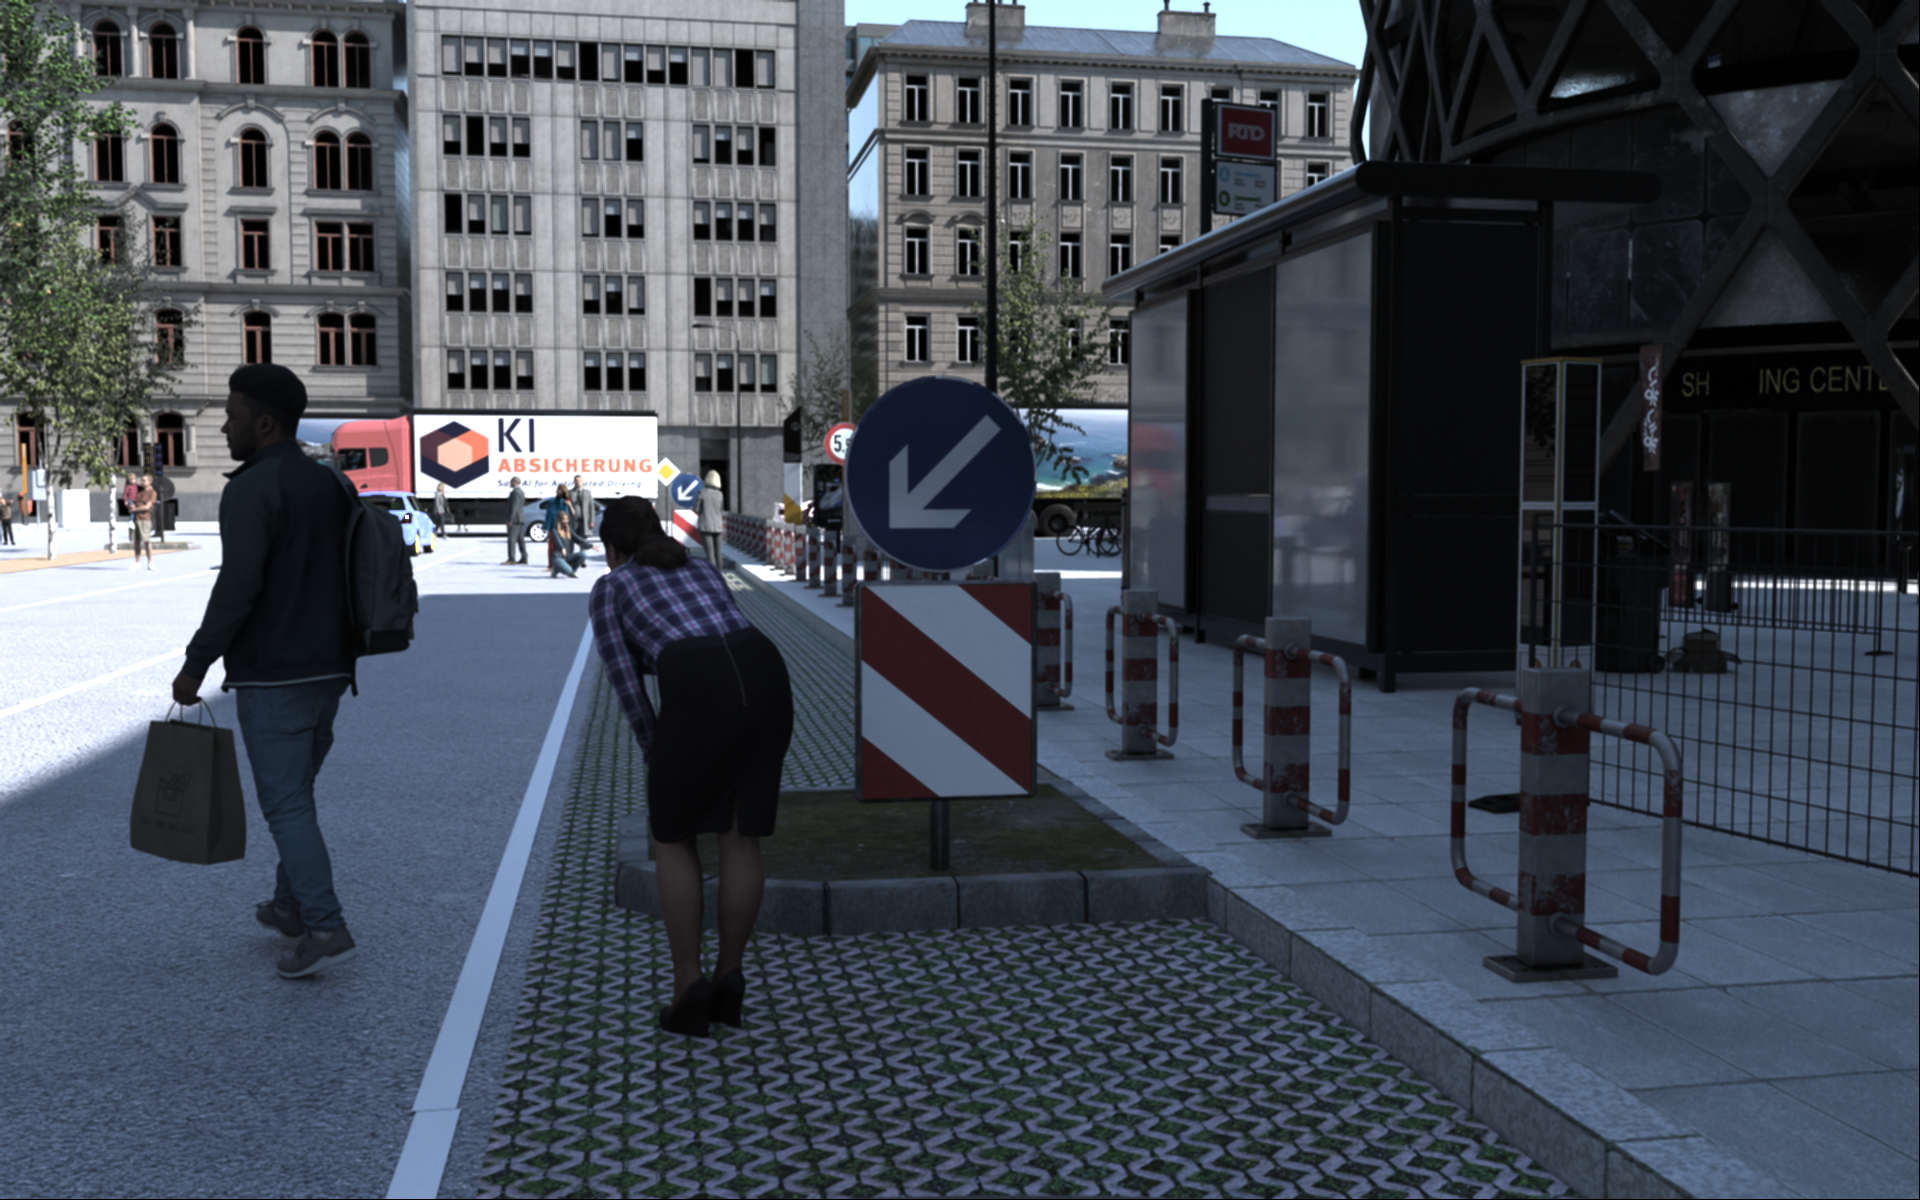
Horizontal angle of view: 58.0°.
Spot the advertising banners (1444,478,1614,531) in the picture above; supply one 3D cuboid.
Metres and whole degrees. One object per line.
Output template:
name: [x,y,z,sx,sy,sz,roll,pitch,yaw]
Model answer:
advertising banners: [4.646,-1.148,14.950,0.090,3.025,2.074,-3,5,-42]

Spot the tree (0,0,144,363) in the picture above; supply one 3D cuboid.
tree: [-18.157,-6.197,29.536,9.928,11.665,9.643,0,3,0]

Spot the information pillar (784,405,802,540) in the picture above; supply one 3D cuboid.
information pillar: [-4.413,-3.335,45.875,0.504,3.616,0.183,1,4,12]

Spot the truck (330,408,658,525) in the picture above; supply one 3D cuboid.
truck: [-15.857,-4.235,58.157,11.283,4.237,2.839,-1,4,-11]

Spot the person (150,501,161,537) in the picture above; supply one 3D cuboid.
person: [-26.672,-2.986,57.186,0.599,1.838,0.709,-1,4,-17]

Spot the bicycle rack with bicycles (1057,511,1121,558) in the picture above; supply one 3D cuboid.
bicycle rack with bicycles: [3.469,-1.385,36.029,2.925,0.926,2.852,0,4,-1]

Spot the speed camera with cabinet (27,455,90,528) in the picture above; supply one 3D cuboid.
speed camera with cabinet: [-34.584,-4.408,66.407,0.660,3.252,2.038,3,5,41]

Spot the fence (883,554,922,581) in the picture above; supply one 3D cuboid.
fence: [-0.494,-0.445,22.658,0.278,0.683,2.069,3,5,42]

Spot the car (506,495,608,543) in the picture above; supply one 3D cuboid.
car: [-11.348,-2.455,52.143,4.499,1.417,2.014,-1,4,-11]

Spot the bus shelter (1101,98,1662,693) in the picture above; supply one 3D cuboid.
bus shelter: [2.720,-2.307,15.346,2.179,5.291,8.768,-1,4,-11]

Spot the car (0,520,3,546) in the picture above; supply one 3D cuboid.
car: [-22.518,-1.588,37.966,2.014,1.417,4.499,-1,4,-11]

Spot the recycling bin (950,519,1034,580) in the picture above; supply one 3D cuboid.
recycling bin: [0.292,-0.317,17.741,0.722,1.027,0.722,2,4,30]

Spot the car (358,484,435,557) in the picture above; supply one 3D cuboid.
car: [-13.465,-1.913,40.870,1.945,1.707,3.694,-1,4,-9]

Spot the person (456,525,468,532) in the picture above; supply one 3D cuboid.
person: [-18.981,-3.477,66.015,0.598,1.740,0.731,3,4,36]

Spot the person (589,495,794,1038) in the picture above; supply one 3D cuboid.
person: [-0.752,0.432,4.665,0.421,1.427,0.697,-3,5,-41]

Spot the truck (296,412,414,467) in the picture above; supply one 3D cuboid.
truck: [-18.347,-4.417,61.129,11.283,4.237,2.839,-1,4,-10]

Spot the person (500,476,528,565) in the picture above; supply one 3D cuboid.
person: [-9.143,-1.632,35.363,0.590,1.801,0.661,0,4,-1]

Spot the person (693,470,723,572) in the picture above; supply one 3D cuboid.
person: [-3.919,-1.111,26.847,0.537,1.800,0.526,-3,4,-36]

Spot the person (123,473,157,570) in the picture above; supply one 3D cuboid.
person: [-15.564,-1.490,32.834,0.580,1.828,0.573,-3,5,-41]

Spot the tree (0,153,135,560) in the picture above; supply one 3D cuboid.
tree: [-19.520,-5.144,36.920,4.737,8.622,4.395,0,3,0]

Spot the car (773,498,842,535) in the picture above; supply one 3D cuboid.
car: [-4.263,-3.034,61.976,4.827,1.381,2.083,-1,4,-11]

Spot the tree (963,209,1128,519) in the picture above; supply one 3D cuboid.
tree: [1.886,-5.767,44.656,4.737,8.622,4.395,0,3,0]

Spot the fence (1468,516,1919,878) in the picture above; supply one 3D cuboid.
fence: [2.726,0.312,6.105,0.480,1.192,2.264,-1,4,-22]

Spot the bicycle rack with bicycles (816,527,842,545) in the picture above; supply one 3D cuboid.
bicycle rack with bicycles: [-2.277,-1.873,44.000,2.925,0.926,2.852,-1,4,-22]

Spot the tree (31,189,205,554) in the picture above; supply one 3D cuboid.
tree: [-20.356,-5.423,41.484,4.360,8.622,3.978,0,3,0]

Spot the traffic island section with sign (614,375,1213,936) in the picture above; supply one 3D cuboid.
traffic island section with sign: [-0.302,0.126,6.569,1.989,1.847,2.006,-1,4,-11]

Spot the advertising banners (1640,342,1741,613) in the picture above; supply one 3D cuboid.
advertising banners: [8.166,-1.426,19.503,0.090,3.025,2.074,0,4,-8]

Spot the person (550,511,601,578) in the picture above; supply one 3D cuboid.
person: [-6.598,-0.950,29.538,0.738,1.151,1.012,3,4,38]

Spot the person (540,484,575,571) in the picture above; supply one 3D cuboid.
person: [-7.414,-1.330,31.953,0.593,1.614,0.444,3,5,39]

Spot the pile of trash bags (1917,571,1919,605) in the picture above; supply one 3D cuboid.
pile of trash bags: [12.629,-0.575,19.153,3.447,1.369,1.912,1,4,17]

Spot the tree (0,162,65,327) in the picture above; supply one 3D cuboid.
tree: [-15.743,-6.087,18.982,9.611,12.733,9.660,0,3,0]

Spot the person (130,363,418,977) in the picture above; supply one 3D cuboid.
person: [-2.078,0.200,5.218,0.713,1.824,0.794,2,4,33]

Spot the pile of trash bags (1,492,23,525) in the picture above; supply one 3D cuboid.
pile of trash bags: [-39.572,-3.726,70.665,1.912,1.369,3.447,2,4,35]

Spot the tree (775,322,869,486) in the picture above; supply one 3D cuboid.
tree: [-5.804,-7.567,74.084,4.360,8.622,3.978,0,3,0]

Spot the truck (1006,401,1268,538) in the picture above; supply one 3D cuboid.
truck: [4.858,-3.985,54.071,11.283,4.237,2.839,-1,4,-9]

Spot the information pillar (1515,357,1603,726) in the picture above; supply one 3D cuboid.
information pillar: [3.275,-0.305,9.487,0.304,2.012,0.304,-2,4,-26]

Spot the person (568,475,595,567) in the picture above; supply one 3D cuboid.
person: [-7.509,-1.550,33.949,0.694,1.812,0.767,-1,4,-14]

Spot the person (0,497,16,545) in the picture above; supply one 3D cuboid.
person: [-26.831,-2.223,48.748,0.435,1.345,0.340,-2,4,-24]

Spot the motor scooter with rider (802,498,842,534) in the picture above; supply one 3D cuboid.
motor scooter with rider: [-4.873,-3.113,59.857,1.986,1.779,0.876,-1,4,-11]

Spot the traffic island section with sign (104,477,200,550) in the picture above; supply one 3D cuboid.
traffic island section with sign: [-20.966,-2.263,45.140,2.006,1.907,1.989,-1,4,-11]

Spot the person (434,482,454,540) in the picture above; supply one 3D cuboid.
person: [-16.318,-2.804,54.534,0.728,1.800,0.709,1,4,14]

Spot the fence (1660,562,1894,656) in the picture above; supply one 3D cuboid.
fence: [6.752,0.047,14.599,0.278,0.683,2.069,-3,4,-37]
